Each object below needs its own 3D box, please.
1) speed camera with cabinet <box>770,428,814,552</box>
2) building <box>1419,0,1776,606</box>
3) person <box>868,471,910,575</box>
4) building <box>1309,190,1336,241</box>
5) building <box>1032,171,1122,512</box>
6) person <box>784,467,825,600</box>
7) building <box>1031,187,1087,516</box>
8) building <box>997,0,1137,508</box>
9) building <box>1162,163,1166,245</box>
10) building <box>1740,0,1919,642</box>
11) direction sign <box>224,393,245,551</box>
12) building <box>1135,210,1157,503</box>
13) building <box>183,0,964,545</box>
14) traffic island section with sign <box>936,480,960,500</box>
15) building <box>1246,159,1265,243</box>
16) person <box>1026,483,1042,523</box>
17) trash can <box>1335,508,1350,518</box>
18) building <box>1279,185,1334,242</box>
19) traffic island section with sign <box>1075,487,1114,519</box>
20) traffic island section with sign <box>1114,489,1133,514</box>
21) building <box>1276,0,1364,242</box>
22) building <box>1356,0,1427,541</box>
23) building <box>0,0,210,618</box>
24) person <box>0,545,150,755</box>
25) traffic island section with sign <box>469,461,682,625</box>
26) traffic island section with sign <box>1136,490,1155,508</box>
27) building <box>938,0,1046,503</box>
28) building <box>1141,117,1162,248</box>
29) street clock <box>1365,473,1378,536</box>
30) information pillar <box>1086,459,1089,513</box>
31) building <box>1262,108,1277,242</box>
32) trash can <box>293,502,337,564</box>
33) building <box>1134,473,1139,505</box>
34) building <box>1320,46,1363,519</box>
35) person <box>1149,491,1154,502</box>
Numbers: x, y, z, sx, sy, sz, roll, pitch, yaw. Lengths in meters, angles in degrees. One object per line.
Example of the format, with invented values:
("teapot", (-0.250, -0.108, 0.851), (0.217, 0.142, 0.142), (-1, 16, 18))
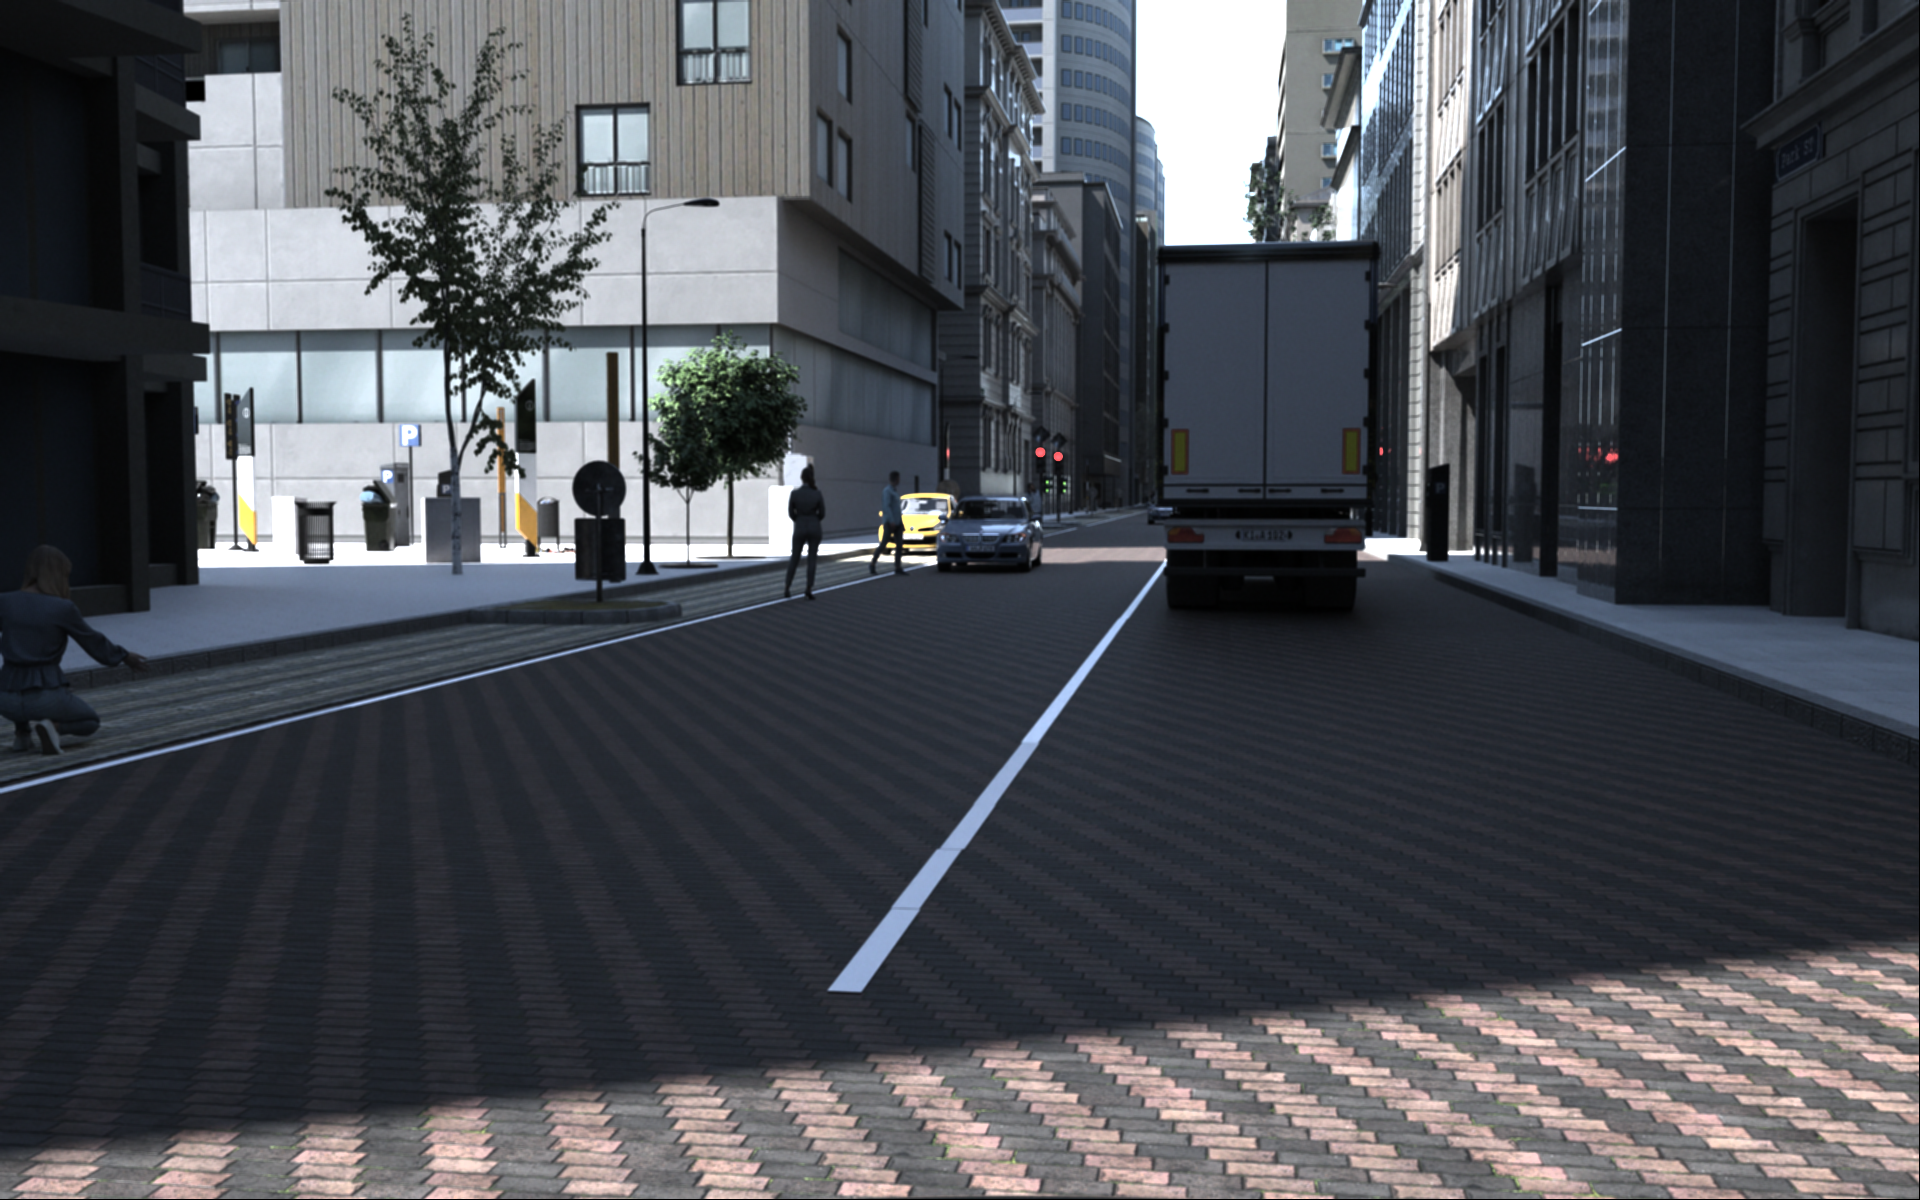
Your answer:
("speed camera with cabinet", (-3.800, -2.749, 39.274), (0.660, 3.252, 2.038), (0, 4, 8))
("building", (15.009, -12.861, 28.302), (12.078, 24.808, 19.932), (1, 4, 8))
("person", (-1.242, -1.364, 30.660), (0.748, 1.841, 0.638), (2, 4, 30))
("building", (27.794, -16.054, 117.240), (10.420, 20.320, 16.860), (1, 4, 8))
("building", (5.172, -21.116, 138.758), (14.314, 27.812, 24.014), (1, 4, 8))
("person", (-2.120, -0.907, 23.610), (0.520, 1.790, 0.573), (-1, 4, -17))
("building", (0.870, -16.706, 114.948), (13.314, 21.916, 24.055), (1, 4, 8))
("building", (5.872, -38.273, 167.762), (21.231, 58.520, 28.212), (1, 4, 8))
("building", (23.613, -45.915, 292.710), (21.231, 58.520, 28.212), (1, 4, 8))
("building", (12.383, -10.512, 8.030), (11.583, 22.565, 21.152), (1, 4, 8))
("direction sign", (-16.477, -2.894, 39.315), (0.379, 3.537, 0.876), (0, 4, -3))
("building", (20.310, -34.249, 243.572), (14.154, 41.232, 14.086), (1, 4, 8))
("building", (-14.600, -28.624, 57.239), (27.495, 52.752, 28.713), (1, 4, 8))
("traffic island section with sign", (-0.332, -2.317, 46.512), (1.989, 1.847, 2.006), (1, 4, 8))
("building", (58.583, -41.305, 264.574), (28.713, 52.752, 27.495), (1, 4, 8))
("person", (2.389, -2.879, 55.835), (0.793, 1.790, 0.793), (2, 4, 23))
("trash can", (14.577, -3.327, 66.043), (0.748, 1.137, 0.748), (0, 3, 0))
("building", (31.897, -20.838, 137.969), (12.463, 27.353, 25.104), (1, 4, 8))
("traffic island section with sign", (7.753, -5.650, 101.011), (1.989, 1.847, 2.006), (1, 4, 8))
("traffic island section with sign", (11.725, -7.281, 127.673), (1.989, 1.847, 2.006), (1, 4, 8))
("building", (40.760, -32.950, 162.436), (21.300, 48.544, 21.600), (1, 4, 8))
("building", (18.998, -16.849, 52.975), (11.434, 29.767, 29.804), (1, 4, 8))
("building", (-19.623, -21.787, 10.838), (22.147, 44.769, 28.867), (1, 4, 8))
("person", (-5.195, 0.264, 9.682), (1.012, 1.151, 0.738), (0, 4, -4))
("traffic island section with sign", (-4.293, -0.686, 19.848), (1.989, 1.847, 2.006), (1, 4, 8))
("traffic island section with sign", (19.102, -10.331, 177.536), (1.989, 1.847, 2.006), (1, 4, 8))
("building", (-3.496, -18.553, 90.723), (14.401, 28.519, 23.554), (1, 4, 8))
("building", (19.090, -44.215, 264.912), (21.231, 58.520, 28.212), (1, 4, 8))
("street clock", (12.390, -2.930, 52.483), (0.471, 2.002, 0.358), (-1, 4, -16))
("information pillar", (8.569, -7.660, 116.595), (0.183, 3.616, 0.504), (0, 4, 0))
("building", (47.880, -36.063, 209.232), (23.786, 49.044, 30.456), (1, 4, 8))
("trash can", (-11.820, -1.231, 31.783), (0.748, 1.137, 0.748), (0, 3, 0))
("building", (11.649, -47.321, 211.950), (20.563, 71.187, 20.611), (1, 4, 8))
("building", (32.675, -15.194, 81.712), (30.059, 22.955, 16.112), (1, 4, 8))
("person", (21.525, -11.341, 194.375), (0.568, 1.767, 0.683), (1, 4, 17))
